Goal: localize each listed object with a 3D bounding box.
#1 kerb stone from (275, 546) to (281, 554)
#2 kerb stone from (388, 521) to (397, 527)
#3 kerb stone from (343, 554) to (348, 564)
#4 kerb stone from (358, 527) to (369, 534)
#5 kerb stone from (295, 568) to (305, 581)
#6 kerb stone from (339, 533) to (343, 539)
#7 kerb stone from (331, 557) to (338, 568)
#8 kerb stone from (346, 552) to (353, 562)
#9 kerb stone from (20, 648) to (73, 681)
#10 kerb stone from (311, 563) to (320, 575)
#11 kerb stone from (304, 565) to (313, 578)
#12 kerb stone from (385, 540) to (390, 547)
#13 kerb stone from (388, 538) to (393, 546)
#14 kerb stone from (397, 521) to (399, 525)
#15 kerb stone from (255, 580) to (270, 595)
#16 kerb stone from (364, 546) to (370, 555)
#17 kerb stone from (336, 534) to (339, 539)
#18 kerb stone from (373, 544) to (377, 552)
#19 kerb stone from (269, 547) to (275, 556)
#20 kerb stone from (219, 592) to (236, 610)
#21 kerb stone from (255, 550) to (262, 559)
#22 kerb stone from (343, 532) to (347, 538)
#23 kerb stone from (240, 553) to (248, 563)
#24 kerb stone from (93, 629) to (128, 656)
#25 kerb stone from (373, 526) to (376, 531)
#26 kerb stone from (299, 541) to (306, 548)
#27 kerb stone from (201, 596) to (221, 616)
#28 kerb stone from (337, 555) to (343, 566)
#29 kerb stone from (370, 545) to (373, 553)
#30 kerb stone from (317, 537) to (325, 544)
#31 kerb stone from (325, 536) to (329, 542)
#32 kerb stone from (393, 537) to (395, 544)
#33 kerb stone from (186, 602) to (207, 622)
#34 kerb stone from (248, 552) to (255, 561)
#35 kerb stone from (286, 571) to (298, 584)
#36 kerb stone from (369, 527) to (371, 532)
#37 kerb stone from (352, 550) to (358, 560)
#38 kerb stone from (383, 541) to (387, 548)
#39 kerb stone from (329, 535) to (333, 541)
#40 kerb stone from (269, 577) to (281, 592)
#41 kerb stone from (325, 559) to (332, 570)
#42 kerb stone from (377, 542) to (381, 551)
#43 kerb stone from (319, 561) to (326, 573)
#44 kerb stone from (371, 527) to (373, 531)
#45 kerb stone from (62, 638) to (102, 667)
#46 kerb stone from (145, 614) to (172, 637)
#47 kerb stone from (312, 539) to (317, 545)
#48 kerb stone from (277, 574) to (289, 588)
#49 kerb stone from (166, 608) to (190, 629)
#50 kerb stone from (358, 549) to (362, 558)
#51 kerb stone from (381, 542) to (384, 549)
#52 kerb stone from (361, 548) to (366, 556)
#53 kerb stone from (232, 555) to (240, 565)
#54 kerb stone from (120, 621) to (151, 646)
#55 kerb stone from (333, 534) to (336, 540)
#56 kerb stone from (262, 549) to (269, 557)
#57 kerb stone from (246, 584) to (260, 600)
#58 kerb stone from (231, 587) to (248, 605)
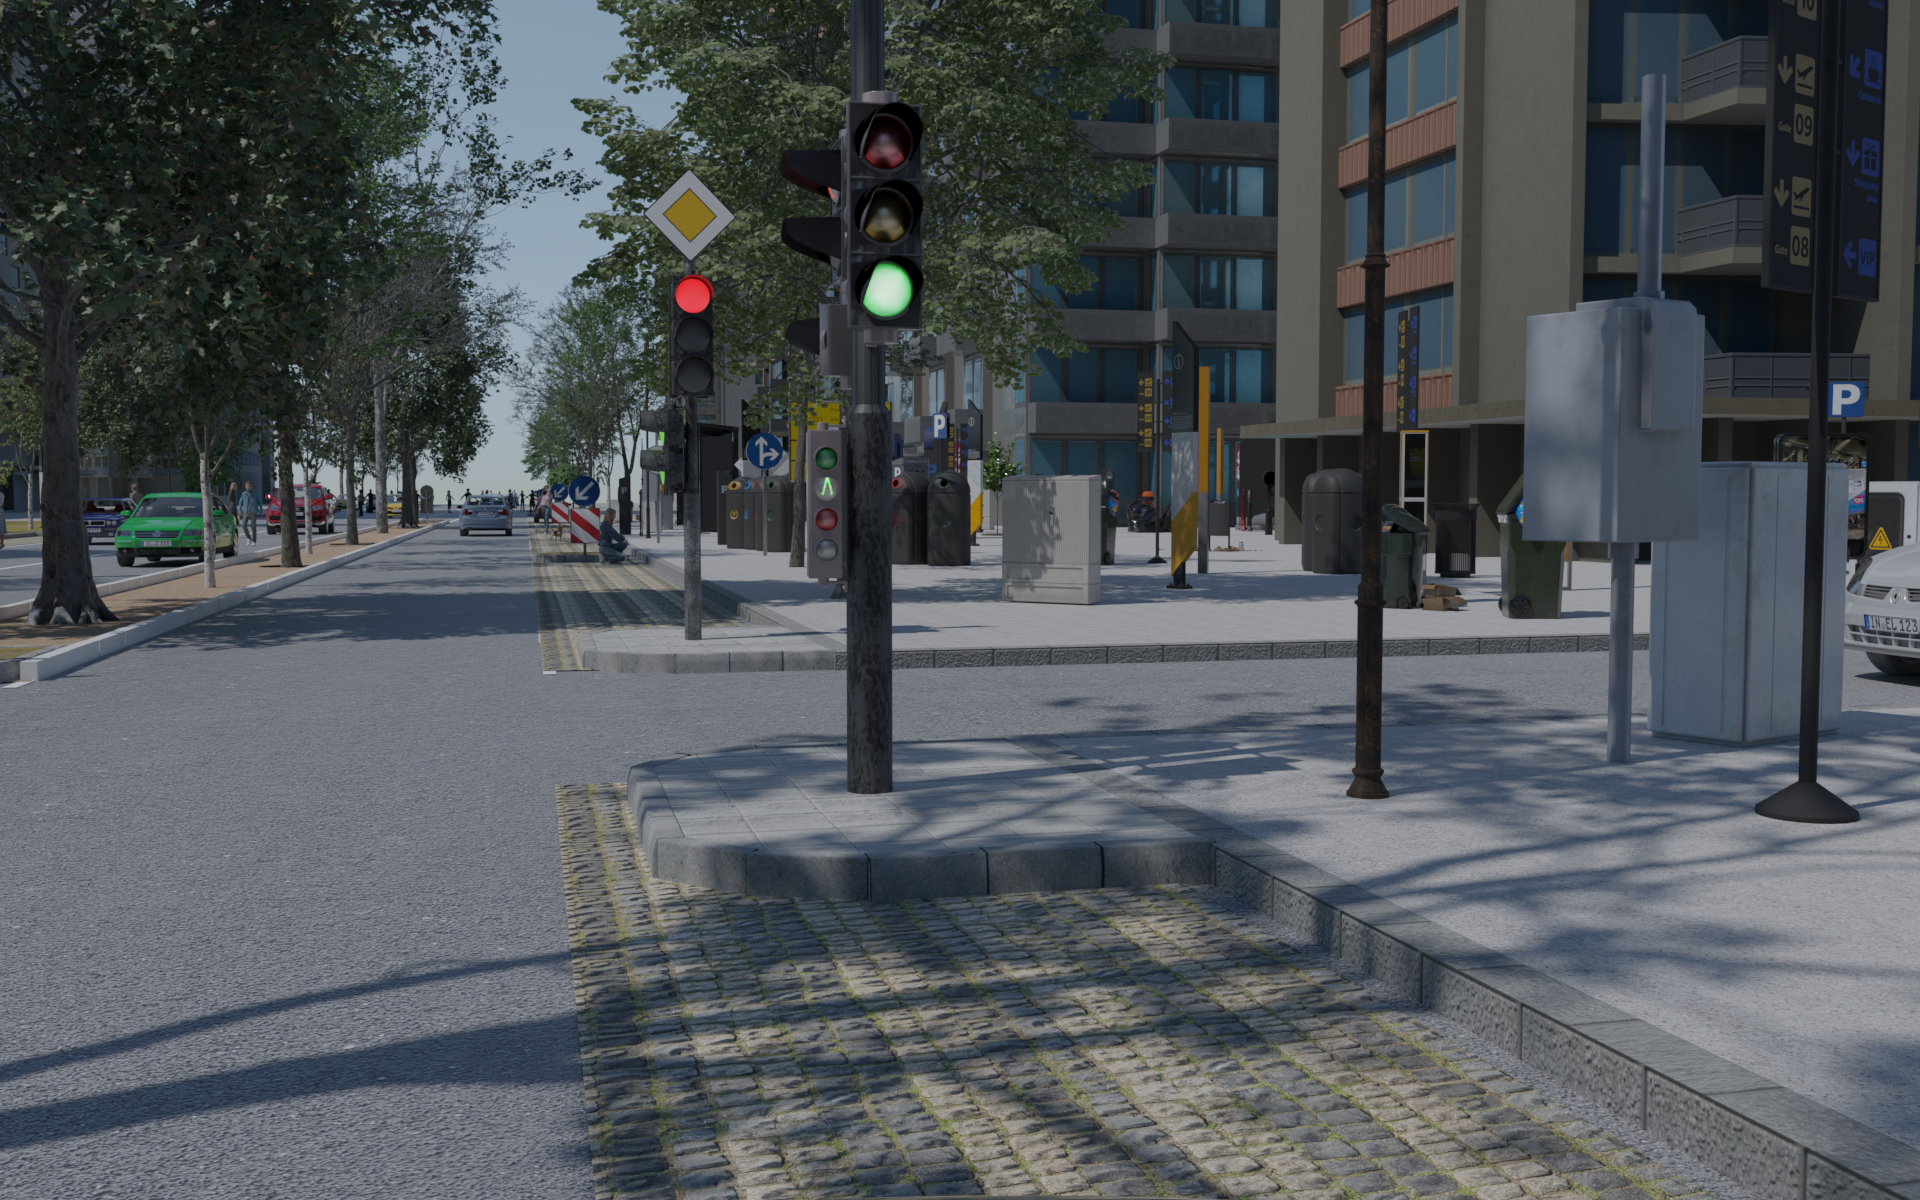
[{"bbox_3d":[-16.274,-1.150,41.048,0.120,0.150,1.000,-1,4,-14],"label":"kerb stone"},{"bbox_3d":[-25.533,-3.404,77.860,0.120,0.150,1.000,-1,4,-14],"label":"kerb stone"},{"bbox_3d":[-12.743,-0.819,35.589,0.120,0.150,1.000,-1,4,-14],"label":"kerb stone"},{"bbox_3d":[-22.029,-2.552,63.935,0.120,0.150,1.000,-1,4,-14],"label":"kerb stone"},{"bbox_3d":[-10.994,-0.394,28.637,0.120,0.150,1.000,-1,4,-14],"label":"kerb stone"},{"bbox_3d":[-19.783,-2.005,54.976,0.120,0.150,1.000,-1,4,-14],"label":"kerb stone"},{"bbox_3d":[-12.236,-0.698,33.604,0.120,0.150,1.000,-1,4,-14],"label":"kerb stone"},{"bbox_3d":[-12.986,-0.880,36.585,0.120,0.150,1.000,-1,4,-14],"label":"kerb stone"},{"bbox_3d":[-7.242,0.518,13.727,0.120,0.150,1.000,-1,4,-14],"label":"kerb stone"},{"bbox_3d":[-11.485,-0.515,30.621,0.120,0.150,1.000,-1,4,-14],"label":"kerb stone"},{"bbox_3d":[-11.239,-0.451,29.629,0.120,0.150,1.000,-1,4,-14],"label":"kerb stone"},{"bbox_3d":[-15.495,-1.482,46.524,0.120,0.150,1.000,-1,4,-14],"label":"kerb stone"},{"bbox_3d":[-15.734,-1.549,47.518,0.120,0.150,1.000,-1,4,-14],"label":"kerb stone"},{"bbox_3d":[-25.777,-3.465,78.855,0.120,0.150,1.000,-1,4,-14],"label":"kerb stone"},{"bbox_3d":[-9.995,-0.151,24.657,0.120,0.150,1.000,-1,4,-14],"label":"kerb stone"},{"bbox_3d":[-13.994,-1.121,40.564,0.120,0.150,1.000,-1,4,-14],"label":"kerb stone"},{"bbox_3d":[-19.537,-1.944,53.978,0.120,0.150,1.000,-1,4,-14],"label":"kerb stone"},{"bbox_3d":[-14.492,-1.246,42.561,0.120,0.150,1.000,-1,4,-14],"label":"kerb stone"},{"bbox_3d":[-16.027,-1.090,40.056,0.120,0.150,1.000,-1,4,-14],"label":"kerb stone"},{"bbox_3d":[-9.242,0.032,21.669,0.120,0.150,1.000,-1,4,-14],"label":"kerb stone"},{"bbox_3d":[-15.534,-0.963,38.058,0.120,0.150,1.000,-1,4,-14],"label":"kerb stone"},{"bbox_3d":[-20.024,-2.067,55.985,0.120,0.150,1.000,-1,4,-14],"label":"kerb stone"},{"bbox_3d":[-15.028,-0.849,36.074,0.120,0.150,1.000,-1,4,-14],"label":"kerb stone"},{"bbox_3d":[-7.748,0.399,15.707,0.120,0.150,1.000,-1,4,-14],"label":"kerb stone"},{"bbox_3d":[-22.780,-2.732,66.916,0.120,0.150,1.000,-1,4,-14],"label":"kerb stone"},{"bbox_3d":[-17.785,-1.518,47.016,0.120,0.150,1.000,-1,4,-14],"label":"kerb stone"},{"bbox_3d":[-8.999,0.093,20.676,0.120,0.150,1.000,-1,4,-14],"label":"kerb stone"},{"bbox_3d":[-12.487,-0.758,34.595,0.120,0.150,1.000,-1,4,-14],"label":"kerb stone"},{"bbox_3d":[-14.246,-1.183,41.565,0.120,0.150,1.000,-1,4,-14],"label":"kerb stone"},{"bbox_3d":[-18.521,-1.697,49.996,0.120,0.150,1.000,-1,4,-14],"label":"kerb stone"},{"bbox_3d":[-18.778,-1.758,50.985,0.120,0.150,1.000,-1,4,-14],"label":"kerb stone"},{"bbox_3d":[-15.992,-1.610,48.512,0.120,0.150,1.000,-1,4,-14],"label":"kerb stone"},{"bbox_3d":[-8.738,0.163,19.681,0.120,0.150,1.000,-1,4,-14],"label":"kerb stone"},{"bbox_3d":[-15.277,-0.909,37.069,0.120,0.150,1.000,-1,4,-14],"label":"kerb stone"},{"bbox_3d":[-10.742,-0.333,27.645,0.120,0.150,1.000,-1,4,-14],"label":"kerb stone"},{"bbox_3d":[-22.281,-2.614,64.929,0.120,0.150,1.000,-1,4,-14],"label":"kerb stone"},{"bbox_3d":[-13.238,-0.940,37.576,0.120,0.150,1.000,-1,4,-14],"label":"kerb stone"},{"bbox_3d":[-15.242,-1.419,45.534,0.120,0.150,1.000,-1,4,-14],"label":"kerb stone"},{"bbox_3d":[-19.020,-1.818,51.985,0.120,0.150,1.000,-1,4,-14],"label":"kerb stone"},{"bbox_3d":[-10.233,-0.210,25.651,0.120,0.150,1.000,-1,4,-14],"label":"kerb stone"},{"bbox_3d":[-11.985,-0.637,32.610,0.120,0.150,1.000,-1,4,-14],"label":"kerb stone"},{"bbox_3d":[-14.739,-1.306,43.553,0.120,0.150,1.000,-1,4,-14],"label":"kerb stone"},{"bbox_3d":[-11.735,-0.576,31.615,0.120,0.150,1.000,-1,4,-14],"label":"kerb stone"},{"bbox_3d":[-22.528,-2.674,65.921,0.120,0.150,1.000,-1,4,-14],"label":"kerb stone"},{"bbox_3d":[-7.501,0.458,14.715,0.120,0.150,1.000,-1,4,-14],"label":"kerb stone"},{"bbox_3d":[-8.242,0.276,17.697,0.120,0.150,1.000,-1,4,-14],"label":"kerb stone"},{"bbox_3d":[-18.028,-1.579,48.012,0.120,0.150,1.000,-1,4,-14],"label":"kerb stone"},{"bbox_3d":[-10.490,-0.270,26.650,0.120,0.150,1.000,-1,4,-14],"label":"kerb stone"},{"bbox_3d":[-8.495,0.217,18.688,0.120,0.150,1.000,-1,4,-14],"label":"kerb stone"},{"bbox_3d":[-13.496,-0.999,38.576,0.120,0.150,1.000,-1,4,-14],"label":"kerb stone"},{"bbox_3d":[-14.984,-1.362,44.545,0.120,0.150,1.000,-1,4,-14],"label":"kerb stone"},{"bbox_3d":[-13.747,-1.061,39.572,0.120,0.150,1.000,-1,4,-14],"label":"kerb stone"},{"bbox_3d":[-14.778,-0.783,35.084,0.120,0.150,1.000,-1,4,-14],"label":"kerb stone"},{"bbox_3d":[-8.000,0.336,16.702,0.120,0.150,1.000,-1,4,-14],"label":"kerb stone"},{"bbox_3d":[-19.275,-1.883,52.977,0.120,0.150,1.000,-1,4,-14],"label":"kerb stone"},{"bbox_3d":[-15.779,-1.027,39.052,0.120,0.150,1.000,-1,4,-14],"label":"kerb stone"},{"bbox_3d":[-9.733,-0.089,23.653,0.120,0.150,1.000,-1,4,-14],"label":"kerb stone"},{"bbox_3d":[-9.495,-0.028,22.659,0.120,0.150,1.000,-1,4,-14],"label":"kerb stone"}]
